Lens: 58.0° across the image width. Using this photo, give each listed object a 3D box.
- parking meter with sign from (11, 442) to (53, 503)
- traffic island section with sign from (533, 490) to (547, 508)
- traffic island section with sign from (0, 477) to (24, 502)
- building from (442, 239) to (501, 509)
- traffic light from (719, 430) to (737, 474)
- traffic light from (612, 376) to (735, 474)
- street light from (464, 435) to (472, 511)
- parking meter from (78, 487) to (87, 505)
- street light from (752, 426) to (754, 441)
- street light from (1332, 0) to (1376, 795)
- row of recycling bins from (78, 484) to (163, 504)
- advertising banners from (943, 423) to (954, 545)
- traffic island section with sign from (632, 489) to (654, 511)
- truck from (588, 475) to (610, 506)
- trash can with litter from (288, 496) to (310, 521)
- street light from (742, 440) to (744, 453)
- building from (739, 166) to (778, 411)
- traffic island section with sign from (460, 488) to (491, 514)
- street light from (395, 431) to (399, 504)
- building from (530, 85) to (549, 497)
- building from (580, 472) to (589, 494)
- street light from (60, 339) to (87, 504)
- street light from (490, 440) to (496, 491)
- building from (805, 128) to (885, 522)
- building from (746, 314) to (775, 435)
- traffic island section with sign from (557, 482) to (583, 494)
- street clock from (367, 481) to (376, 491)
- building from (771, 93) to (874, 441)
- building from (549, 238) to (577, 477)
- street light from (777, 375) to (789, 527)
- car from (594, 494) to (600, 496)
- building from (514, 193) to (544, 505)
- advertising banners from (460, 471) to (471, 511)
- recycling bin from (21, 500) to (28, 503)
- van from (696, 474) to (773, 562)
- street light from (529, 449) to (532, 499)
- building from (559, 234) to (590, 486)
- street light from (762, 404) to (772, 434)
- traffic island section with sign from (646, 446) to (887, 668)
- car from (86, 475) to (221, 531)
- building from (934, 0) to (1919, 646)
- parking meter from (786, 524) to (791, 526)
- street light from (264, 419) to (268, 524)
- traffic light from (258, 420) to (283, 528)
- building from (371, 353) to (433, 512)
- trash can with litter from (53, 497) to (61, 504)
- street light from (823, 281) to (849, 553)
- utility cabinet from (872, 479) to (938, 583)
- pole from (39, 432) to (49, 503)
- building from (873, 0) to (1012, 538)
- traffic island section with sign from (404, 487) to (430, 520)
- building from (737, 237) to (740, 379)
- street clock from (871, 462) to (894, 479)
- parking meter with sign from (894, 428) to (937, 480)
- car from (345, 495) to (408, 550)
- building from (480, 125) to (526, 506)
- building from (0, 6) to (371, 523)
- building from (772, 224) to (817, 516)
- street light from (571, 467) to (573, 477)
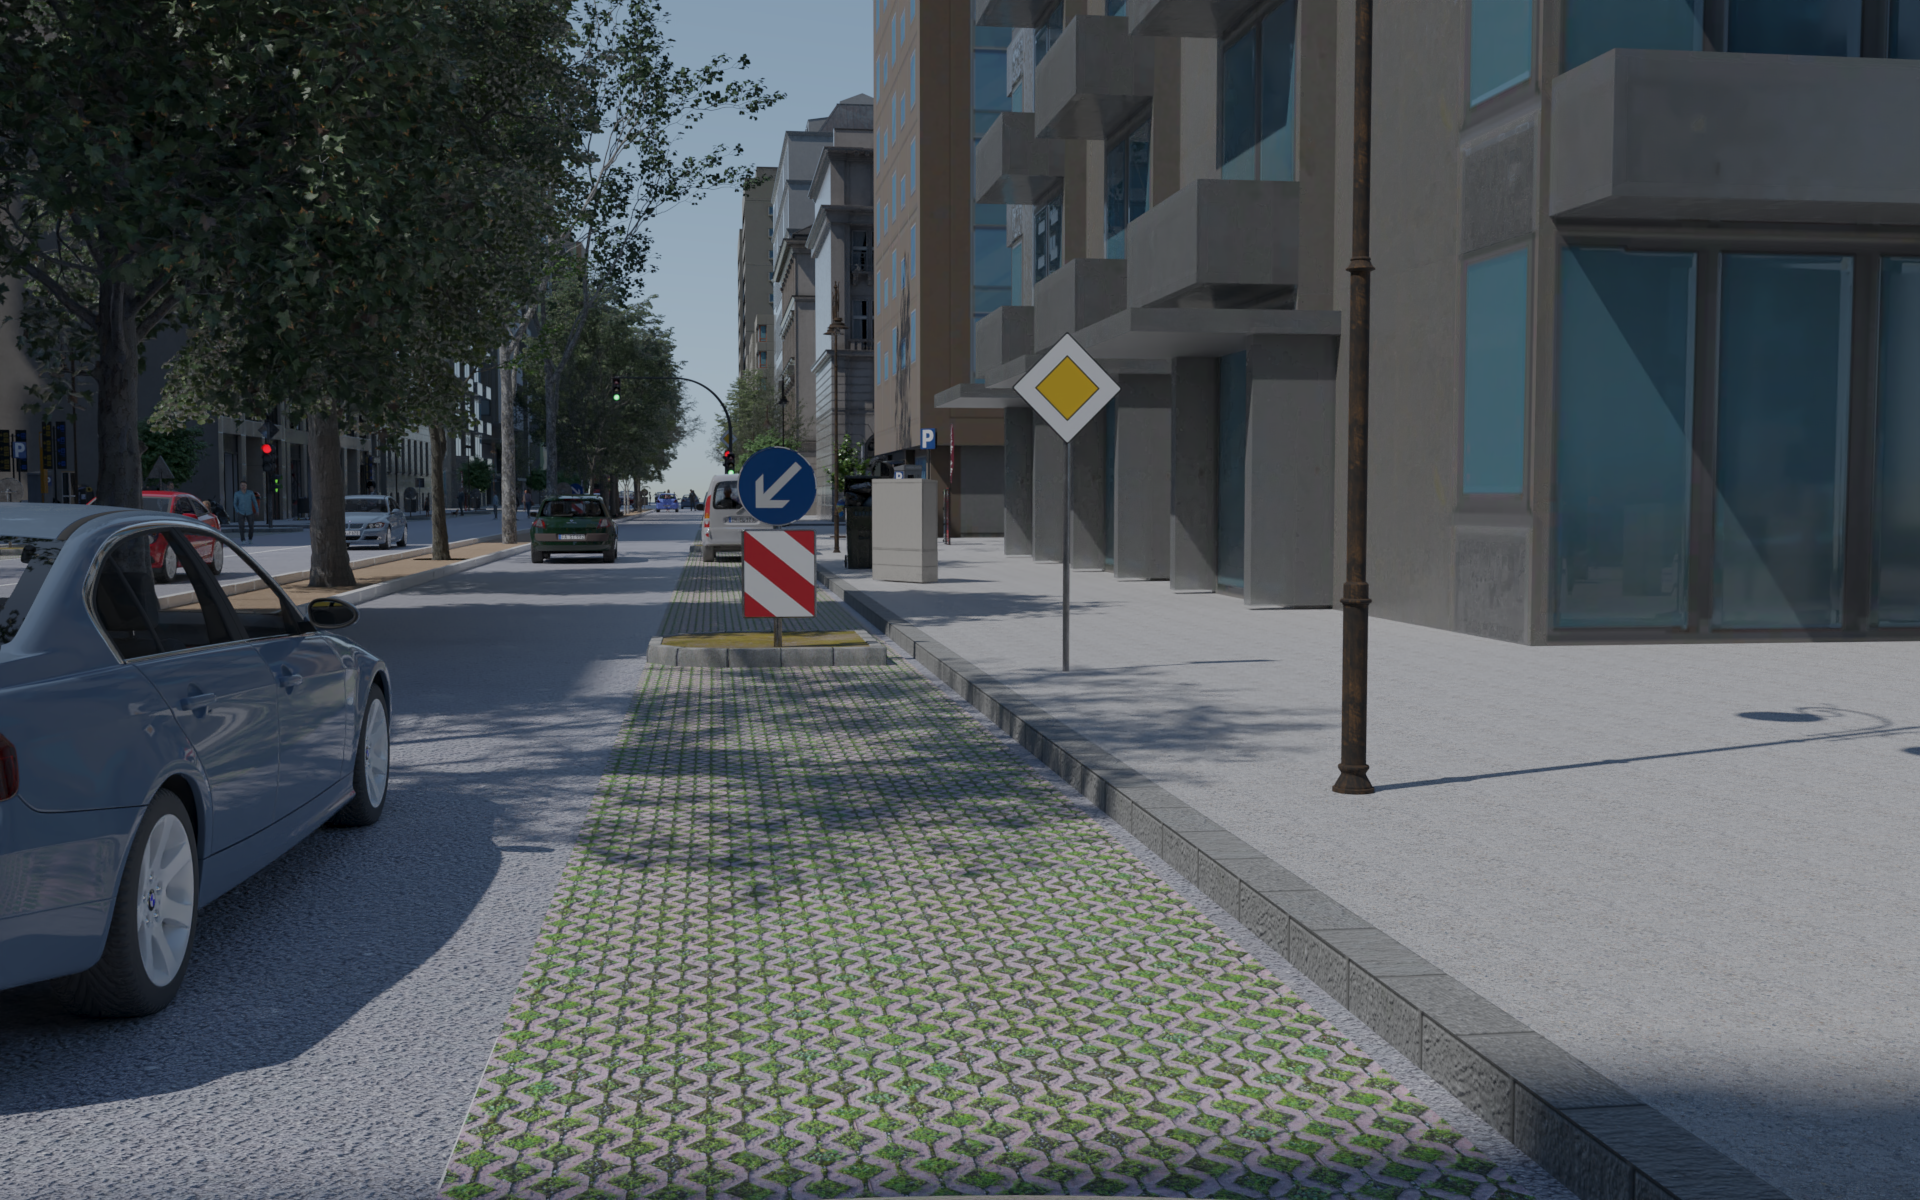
[{"bbox_3d":[-30.582,-3.748,57.549,1.738,3.016,0.543,1,4,17],"label":"parking meter with sign"},{"bbox_3d":[-41.362,-9.999,172.105,1.989,1.847,2.006,-1,4,-8],"label":"traffic island section with sign"},{"bbox_3d":[-22.538,-1.964,40.733,1.989,1.847,2.006,-1,4,-8],"label":"traffic island section with sign"},{"bbox_3d":[-55.939,-33.035,159.733,23.786,49.044,30.456,-1,4,-8],"label":"building"},{"bbox_3d":[-10.126,-5.306,75.673,0.839,4.253,0.868,-1,4,-8],"label":"traffic light"},{"bbox_3d":[-11.051,-5.668,67.332,4.771,5.953,1.251,-1,4,-8],"label":"traffic light"},{"bbox_3d":[-37.798,-9.815,133.267,0.468,5.910,1.993,-1,4,-8],"label":"street light"},{"bbox_3d":[-30.621,-3.175,60.317,0.372,1.533,0.369,0,3,0],"label":"parking meter"},{"bbox_3d":[-14.107,-8.909,118.448,0.468,5.910,1.993,-1,4,-8],"label":"street light"},{"bbox_3d":[1.697,-2.110,7.293,0.468,5.910,1.993,-1,4,-8],"label":"street light"},{"bbox_3d":[-35.264,-3.999,72.492,3.534,1.692,1.069,-3,4,-37],"label":"row of recycling bins"},{"bbox_3d":[-0.294,-2.904,43.676,0.090,3.025,2.074,0,4,-6],"label":"advertising banners"},{"bbox_3d":[-27.145,-8.611,148.918,2.006,1.907,1.989,-1,4,-8],"label":"traffic island section with sign"},{"bbox_3d":[-43.330,-13.475,209.236,2.839,4.237,11.283,-1,4,-10],"label":"truck"},{"bbox_3d":[-31.572,-4.487,84.420,2.233,1.210,1.678,-1,4,-22],"label":"trash can with litter"},{"bbox_3d":[-18.540,-10.738,148.351,0.468,5.910,1.993,-1,4,-8],"label":"street light"},{"bbox_3d":[-20.759,-38.480,252.854,21.300,48.544,21.600,-1,4,-8],"label":"building"},{"bbox_3d":[-34.276,-6.970,122.585,1.989,1.847,2.006,-1,4,-8],"label":"traffic island section with sign"},{"bbox_3d":[-33.638,-7.984,103.331,0.468,5.910,1.993,-1,4,-8],"label":"street light"},{"bbox_3d":[-68.468,-56.931,243.485,22.319,86.520,31.000,-1,4,-8],"label":"building"},{"bbox_3d":[-68.332,-31.232,282.347,14.160,30.474,14.107,-1,4,-8],"label":"building"},{"bbox_3d":[-26.040,-4.781,50.960,0.468,5.910,1.993,-1,4,-8],"label":"street light"},{"bbox_3d":[-40.167,-10.792,149.242,0.468,5.910,1.993,-1,4,-8],"label":"street light"},{"bbox_3d":[4.741,-14.931,85.914,24.055,21.916,13.314,-1,4,-8],"label":"building"},{"bbox_3d":[-11.875,-22.411,211.463,27.650,21.520,28.899,-1,4,-8],"label":"building"},{"bbox_3d":[-16.478,-4.061,74.538,2.006,1.907,1.989,-1,4,-8],"label":"traffic island section with sign"},{"bbox_3d":[-32.297,-5.534,95.056,0.471,2.002,0.358,2,4,28],"label":"street clock"},{"bbox_3d":[-8.712,-21.953,136.417,11.434,29.767,29.804,-1,4,-8],"label":"building"},{"bbox_3d":[-66.820,-35.743,267.987,14.154,41.232,14.086,-1,4,-8],"label":"building"},{"bbox_3d":[-6.863,-5.782,67.319,0.468,5.910,1.993,-1,4,-8],"label":"street light"},{"bbox_3d":[-26.393,-6.979,123.894,2.009,1.686,4.222,0,4,-6],"label":"car"},{"bbox_3d":[-58.625,-32.235,210.629,14.154,41.232,14.086,-1,4,-8],"label":"building"},{"bbox_3d":[-37.386,-8.241,130.935,0.090,3.025,2.074,0,4,4],"label":"advertising banners"},{"bbox_3d":[-39.062,-3.675,72.646,0.722,1.027,0.722,3,5,43],"label":"recycling bin"},{"bbox_3d":[-4.749,-1.875,37.675,2.013,2.044,4.112,0,4,-7],"label":"van"},{"bbox_3d":[-44.358,-12.611,178.983,0.468,5.910,1.993,-1,4,-8],"label":"street light"},{"bbox_3d":[-70.915,-39.492,295.796,14.600,45.320,14.200,-1,4,-8],"label":"building"},{"bbox_3d":[-9.875,-7.098,88.837,0.468,5.910,1.993,-1,4,-8],"label":"street light"},{"bbox_3d":[-1.728,-0.400,15.160,1.989,1.847,2.006,-1,4,-8],"label":"traffic island section with sign"},{"bbox_3d":[-13.795,-1.227,29.103,2.155,1.783,4.494,-1,4,-8],"label":"car"},{"bbox_3d":[12.421,-24.929,27.196,23.786,49.044,30.456,-1,4,-8],"label":"building"},{"bbox_3d":[-6.905,-3.867,68.941,0.255,1.863,0.399,0,4,6],"label":"parking meter"},{"bbox_3d":[-29.311,-6.139,73.165,0.468,5.910,1.993,-1,4,-8],"label":"street light"},{"bbox_3d":[-26.029,-4.673,65.320,0.839,4.253,0.868,-1,4,-8],"label":"traffic light"},{"bbox_3d":[-46.551,-17.646,121.789,16.112,22.955,30.059,-1,4,-8],"label":"building"},{"bbox_3d":[-32.525,-3.108,62.204,0.624,1.170,1.055,0,4,-4],"label":"trash can with litter"},{"bbox_3d":[-2.695,-3.970,37.699,0.468,5.910,1.993,-1,4,-8],"label":"street light"},{"bbox_3d":[-0.798,-1.012,25.220,0.318,1.500,1.173,-3,5,-40],"label":"utility cabinet"},{"bbox_3d":[-29.959,-3.842,56.660,0.158,3.312,0.155,0,3,0],"label":"pole"},{"bbox_3d":[4.676,-24.875,56.818,14.600,45.320,14.200,-1,4,-8],"label":"building"},{"bbox_3d":[-30.450,-5.338,95.902,1.989,1.847,2.006,-1,4,-8],"label":"traffic island section with sign"},{"bbox_3d":[-27.353,-41.297,298.911,21.300,48.544,21.600,-1,4,-8],"label":"building"},{"bbox_3d":[-1.735,-2.109,39.050,0.471,2.002,0.358,1,4,23],"label":"street clock"},{"bbox_3d":[-1.392,-3.009,45.452,0.543,3.016,1.738,3,5,43],"label":"parking meter with sign"},{"bbox_3d":[-15.781,-2.073,45.904,2.014,1.417,4.499,-1,4,-9],"label":"car"},{"bbox_3d":[-62.738,-36.666,188.727,28.713,52.752,27.495,-1,4,-8],"label":"building"},{"bbox_3d":[-43.951,-17.441,89.682,19.350,26.468,34.151,-1,4,-8],"label":"building"},{"bbox_3d":[-6.515,-15.147,112.274,10.561,19.102,19.286,-1,4,-8],"label":"building"},{"bbox_3d":[-52.061,-15.869,232.239,0.468,5.910,1.993,-1,4,-8],"label":"street light"}]
